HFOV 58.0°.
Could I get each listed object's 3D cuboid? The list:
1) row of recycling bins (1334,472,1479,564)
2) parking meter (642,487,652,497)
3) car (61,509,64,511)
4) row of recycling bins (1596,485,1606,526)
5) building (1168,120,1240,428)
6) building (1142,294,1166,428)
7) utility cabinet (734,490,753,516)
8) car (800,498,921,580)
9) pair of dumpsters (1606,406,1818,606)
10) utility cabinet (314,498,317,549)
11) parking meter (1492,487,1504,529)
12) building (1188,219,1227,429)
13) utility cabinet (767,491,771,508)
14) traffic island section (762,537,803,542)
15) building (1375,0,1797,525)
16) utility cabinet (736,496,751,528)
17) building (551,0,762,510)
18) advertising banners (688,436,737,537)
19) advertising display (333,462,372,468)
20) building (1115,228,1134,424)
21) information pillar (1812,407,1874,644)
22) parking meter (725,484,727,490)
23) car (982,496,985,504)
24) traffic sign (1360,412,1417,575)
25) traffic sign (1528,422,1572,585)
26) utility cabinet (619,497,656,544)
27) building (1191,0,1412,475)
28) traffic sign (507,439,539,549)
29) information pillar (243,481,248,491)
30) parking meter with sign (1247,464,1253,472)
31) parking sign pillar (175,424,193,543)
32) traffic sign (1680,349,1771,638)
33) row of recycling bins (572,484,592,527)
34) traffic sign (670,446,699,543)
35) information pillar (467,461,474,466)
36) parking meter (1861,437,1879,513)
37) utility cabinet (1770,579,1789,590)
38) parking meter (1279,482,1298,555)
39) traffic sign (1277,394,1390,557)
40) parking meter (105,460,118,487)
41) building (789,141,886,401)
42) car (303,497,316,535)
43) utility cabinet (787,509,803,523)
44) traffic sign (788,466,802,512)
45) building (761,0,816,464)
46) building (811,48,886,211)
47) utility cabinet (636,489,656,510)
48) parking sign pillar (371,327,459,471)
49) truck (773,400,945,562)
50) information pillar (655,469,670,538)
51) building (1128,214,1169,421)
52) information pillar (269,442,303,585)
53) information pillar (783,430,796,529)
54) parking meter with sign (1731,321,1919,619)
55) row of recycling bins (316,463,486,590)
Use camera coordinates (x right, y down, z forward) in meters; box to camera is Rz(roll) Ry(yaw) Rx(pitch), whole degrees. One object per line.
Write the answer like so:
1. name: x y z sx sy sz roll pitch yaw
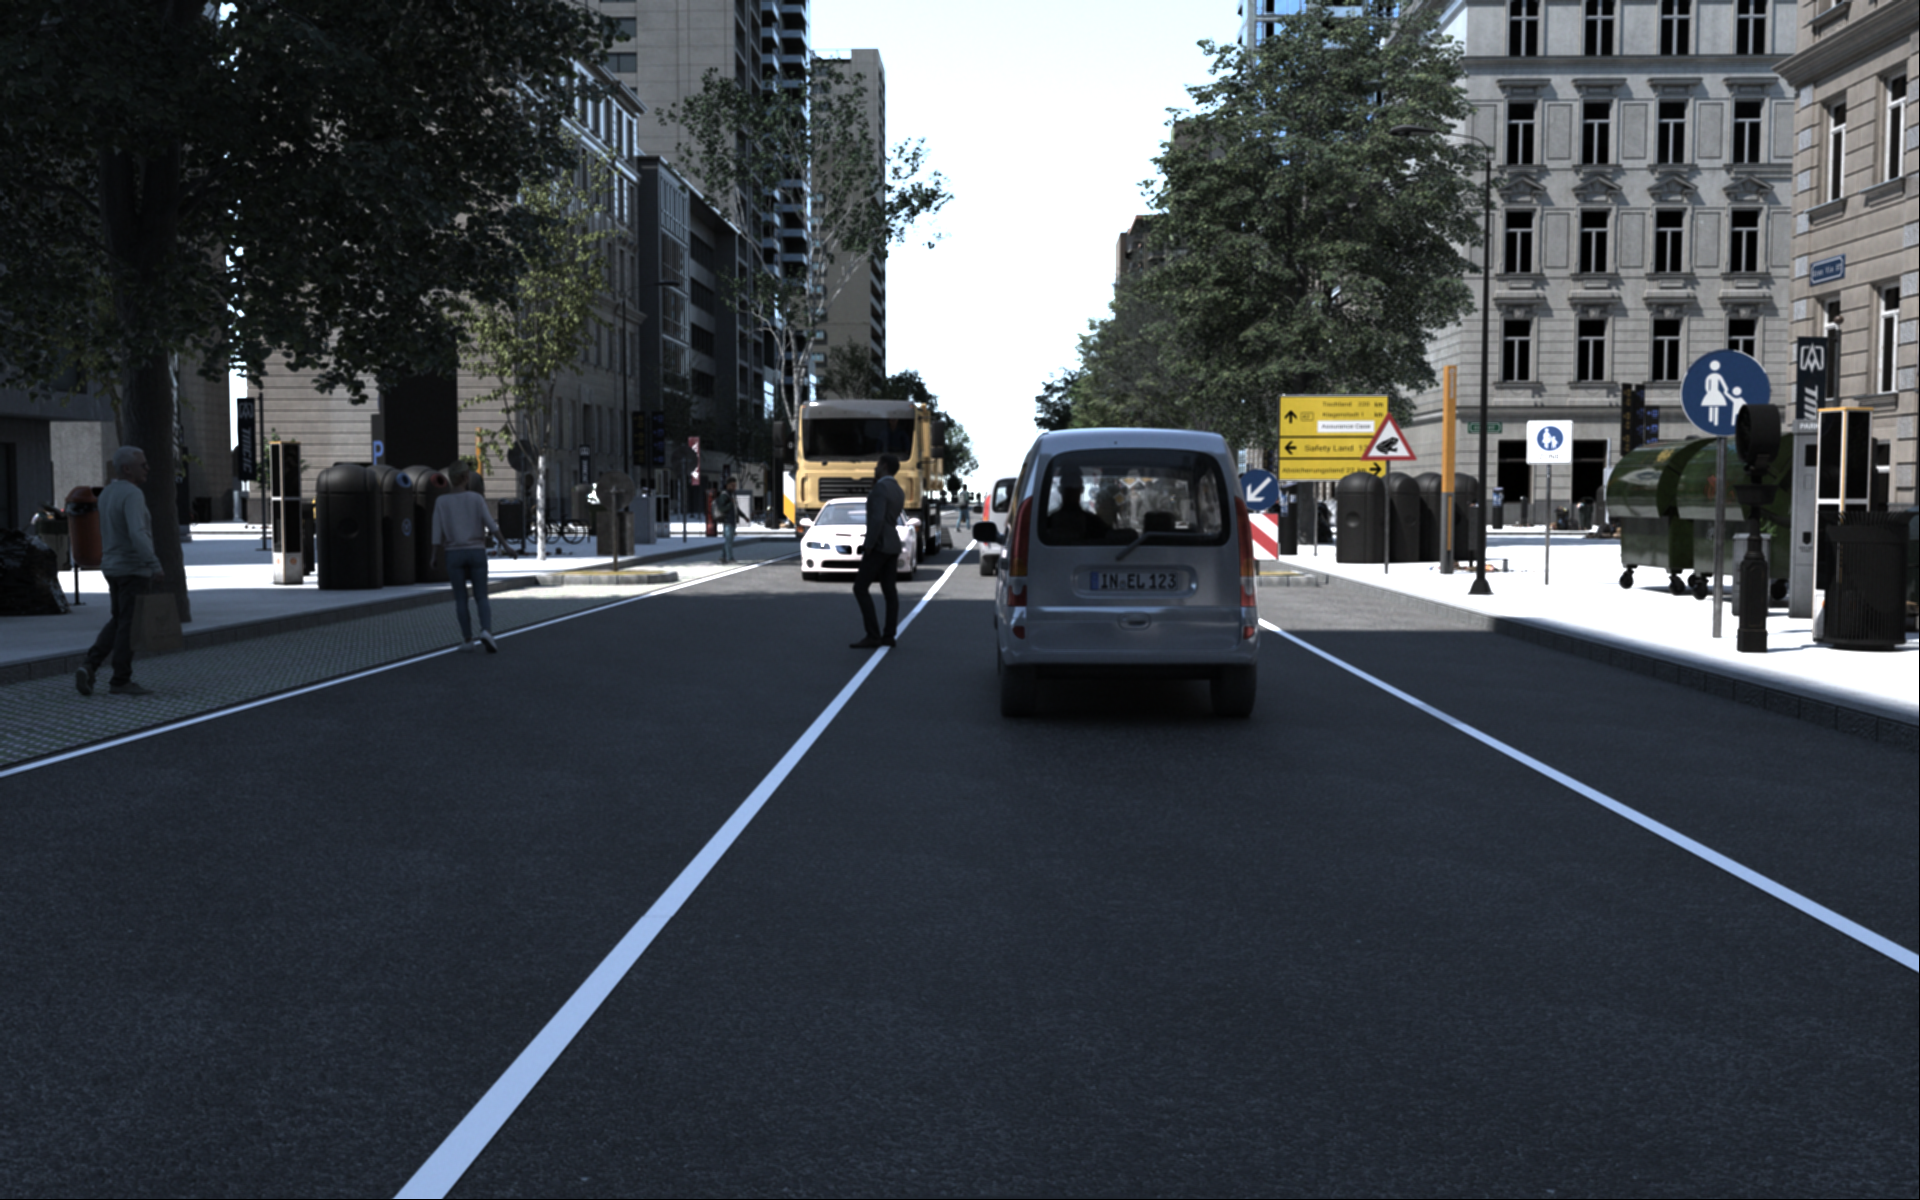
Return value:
1. row of recycling bins: 8.561 -1.572 32.809 3.534 1.692 1.069 -2 4 -35
2. parking meter: -11.759 -3.467 65.097 0.372 1.533 0.369 0 3 0
3. car: -27.824 -2.937 57.056 4.494 1.783 2.155 0 4 3
4. row of recycling bins: 26.245 -3.716 67.868 1.069 1.692 3.534 -1 4 -19
5. building: 30.077 -31.124 192.473 14.154 41.232 14.086 0 4 2
6. building: 31.810 -28.804 242.638 14.160 30.474 14.107 0 4 2
7. utility cabinet: -11.172 -4.869 88.288 1.173 1.500 0.318 -1 4 -14
8. car: -1.707 -1.095 30.267 2.083 1.381 4.827 0 4 0
9. pair of dumpsters: 9.469 -1.151 21.311 1.574 2.255 4.437 0 4 2
10. utility cabinet: -14.561 -1.794 40.486 0.306 1.237 1.020 2 4 32
11. parking meter: 19.534 -3.332 62.888 0.372 1.533 0.369 0 3 0
12. building: 30.319 -24.867 178.275 14.160 30.474 14.107 0 4 2
13. utility cabinet: -14.400 -7.594 132.846 0.318 1.500 1.173 2 4 25
14. traffic island section: -4.863 -1.865 52.777 2.009 0.180 2.903 0 4 2
15. building: 42.060 -18.400 77.259 44.131 29.872 17.030 0 4 2
16. utility cabinet: -8.507 -3.351 65.945 1.020 1.237 0.306 0 4 1
17. building: -25.274 -43.256 145.493 20.563 71.187 20.611 0 4 2
18. advertising banners: -7.464 -3.418 52.070 2.074 3.025 0.090 3 5 40
19. advertising display: -12.211 -1.832 35.162 0.974 1.923 0.123 0 4 1
20. building: 32.861 -38.918 286.415 14.600 45.320 14.200 0 4 2
21. information pillar: 7.563 -0.634 14.852 0.304 2.012 0.304 -1 4 -18
22. parking meter: -13.113 -5.661 98.270 0.255 1.863 0.399 -3 5 -40
23. car: 4.124 -14.015 241.510 2.083 1.381 4.827 0 4 1
24. traffic sign: 6.797 -1.684 27.539 0.884 2.594 0.081 0 4 3
25. traffic sign: 8.255 -1.356 24.304 0.606 2.300 0.079 1 4 11
26. utility cabinet: -8.303 -2.043 44.561 1.020 1.237 0.306 2 4 30
27. building: 33.181 -51.454 153.952 22.319 86.520 31.000 0 4 2
28. traffic sign: -10.158 -2.457 40.284 0.768 2.556 0.104 0 4 6
29. information pillar: -49.292 -7.836 119.473 0.183 3.616 0.504 0 4 6
30. parking meter with sign: 17.265 -6.272 98.804 1.738 3.016 0.543 3 4 36
31. parking sign pillar: -21.153 -3.508 45.834 1.447 3.967 1.447 3 5 43
32. traffic sign: 6.738 -0.932 15.340 0.768 2.556 0.104 0 4 6
33. row of recycling bins: -15.122 -3.828 69.702 1.069 1.692 3.534 -1 4 -13
34. traffic sign: -7.290 -2.795 45.800 0.768 2.556 0.104 1 4 9
35. information pillar: -10.848 -2.059 38.164 0.304 2.012 0.304 -1 4 -13
36. parking meter: 7.866 -0.588 15.329 0.399 1.863 0.255 0 4 -8
37. utility cabinet: 11.101 -0.763 23.645 0.306 1.237 1.020 -2 4 -23
38. parking meter: 6.900 -1.708 36.341 0.372 1.533 0.369 0 3 0
39. traffic sign: 7.605 -2.537 35.347 2.265 3.308 0.079 0 4 4
40. parking meter: -12.631 -1.248 26.113 0.399 1.863 0.255 0 4 -3
41. building: -22.223 -37.760 241.077 21.300 48.544 21.600 0 4 2
42. car: -19.736 -2.885 57.397 3.980 1.641 2.015 0 4 3
43. utility cabinet: -7.192 -4.046 77.314 1.020 1.237 0.306 -1 4 -13
44. traffic sign: -4.839 -3.001 52.714 0.795 2.450 0.064 0 4 2
45. building: -25.375 -52.529 171.512 22.319 86.520 31.000 0 4 2
46. building: -20.412 -51.702 283.572 20.563 71.187 20.611 0 4 2
47. utility cabinet: -14.764 -4.493 82.132 1.173 1.500 0.318 -1 4 -10
48. parking sign pillar: -8.677 -2.393 27.600 1.447 3.967 1.447 3 5 42
49. truck: -1.890 -2.604 38.503 3.469 3.379 9.791 0 4 2
50. information pillar: -8.695 -2.824 50.663 0.304 2.012 0.304 3 5 40
51. building: 36.977 -37.306 264.580 22.147 44.769 28.867 0 4 2
52. information pillar: -9.499 -1.220 24.435 0.304 2.012 0.304 3 4 39
53. information pillar: -6.234 -4.410 63.464 0.504 3.616 0.183 2 4 26
54. parking meter with sign: 8.933 -1.319 17.828 1.738 3.016 0.543 2 4 27
55. row of recycling bins: -7.967 -1.079 24.748 1.069 1.692 3.534 1 4 15
